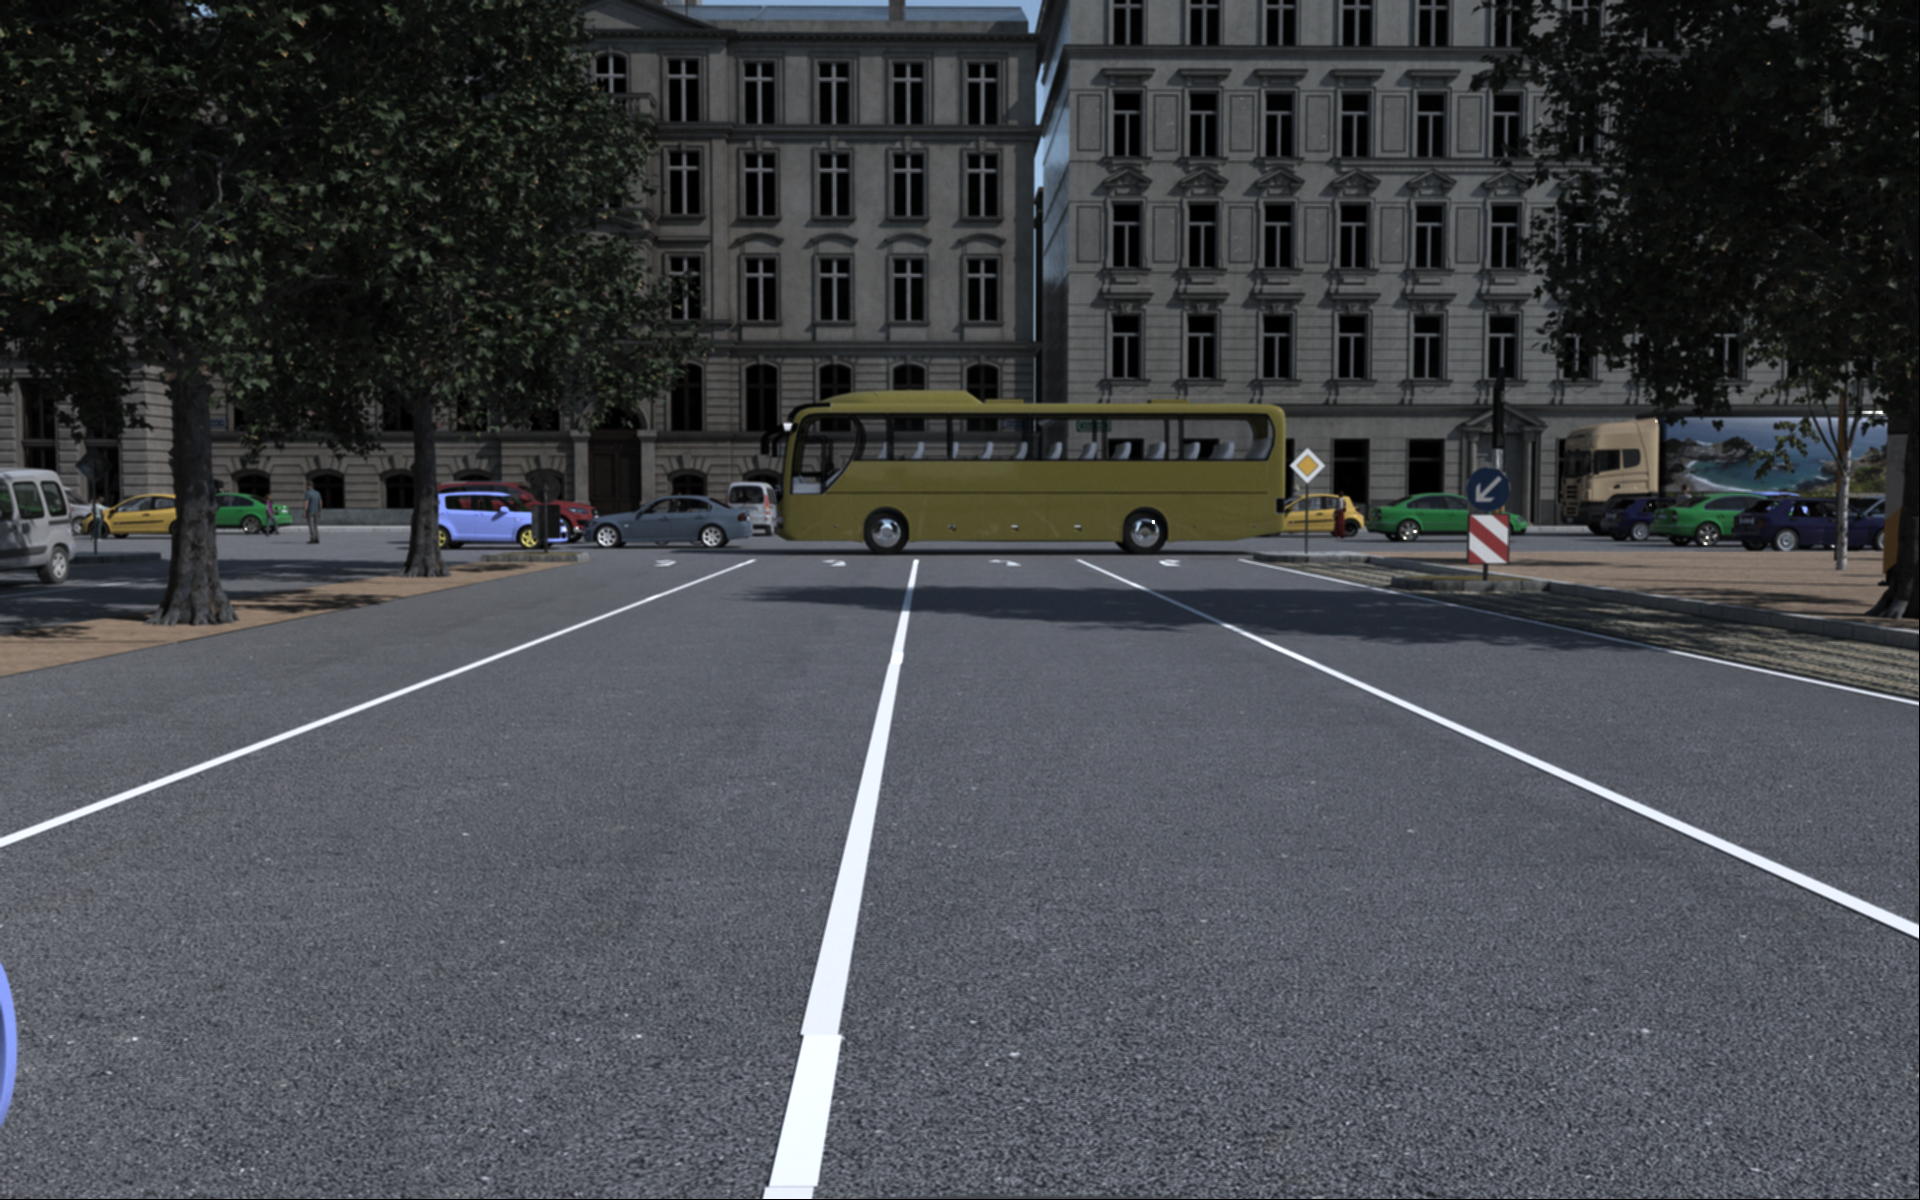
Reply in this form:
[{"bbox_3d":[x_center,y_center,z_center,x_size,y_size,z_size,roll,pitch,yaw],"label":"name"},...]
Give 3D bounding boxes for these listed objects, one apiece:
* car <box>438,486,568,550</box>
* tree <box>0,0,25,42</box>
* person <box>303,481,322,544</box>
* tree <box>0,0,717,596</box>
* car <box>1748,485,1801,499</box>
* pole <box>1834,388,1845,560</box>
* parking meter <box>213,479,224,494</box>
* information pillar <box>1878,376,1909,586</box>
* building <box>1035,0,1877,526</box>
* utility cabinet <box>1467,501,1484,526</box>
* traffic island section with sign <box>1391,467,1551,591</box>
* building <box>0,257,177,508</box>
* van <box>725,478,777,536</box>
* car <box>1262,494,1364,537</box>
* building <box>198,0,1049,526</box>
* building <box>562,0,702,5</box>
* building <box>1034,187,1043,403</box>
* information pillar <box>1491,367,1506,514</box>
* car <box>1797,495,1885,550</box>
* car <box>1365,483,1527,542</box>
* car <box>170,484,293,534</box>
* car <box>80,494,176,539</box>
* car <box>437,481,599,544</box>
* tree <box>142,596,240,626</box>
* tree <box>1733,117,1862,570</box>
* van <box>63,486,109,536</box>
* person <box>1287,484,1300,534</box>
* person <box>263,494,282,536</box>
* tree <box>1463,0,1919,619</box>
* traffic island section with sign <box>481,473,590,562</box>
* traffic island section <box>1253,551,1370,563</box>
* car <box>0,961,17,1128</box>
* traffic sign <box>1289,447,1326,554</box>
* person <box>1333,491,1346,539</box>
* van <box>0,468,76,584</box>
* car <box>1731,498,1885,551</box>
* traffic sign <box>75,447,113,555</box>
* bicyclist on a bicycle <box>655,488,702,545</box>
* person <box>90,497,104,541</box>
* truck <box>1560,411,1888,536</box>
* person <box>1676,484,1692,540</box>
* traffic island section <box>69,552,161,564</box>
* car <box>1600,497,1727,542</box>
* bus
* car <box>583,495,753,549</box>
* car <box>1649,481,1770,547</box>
[{"bbox_3d":[-12.161,-2.184,45.303,3.694,1.707,1.945,0,4,0],"label":"car"},{"bbox_3d":[-8.417,-3.610,11.845,4.737,8.622,4.395,0,3,0],"label":"tree"},{"bbox_3d":[-18.774,-2.541,50.167,0.434,1.807,0.598,3,4,36],"label":"person"},{"bbox_3d":[-9.276,-6.748,29.803,9.611,12.733,9.660,0,3,0],"label":"tree"},{"bbox_3d":[24.832,-2.698,53.704,1.945,1.707,3.694,0,4,-2],"label":"car"},{"bbox_3d":[17.012,-2.421,33.429,0.158,3.312,0.155,0,3,0],"label":"pole"},{"bbox_3d":[-28.835,-3.769,67.327,0.399,1.863,0.255,2,4,24],"label":"parking meter"},{"bbox_3d":[13.064,-1.995,23.975,0.183,3.616,0.504,-2,4,-31],"label":"information pillar"},{"bbox_3d":[25.578,-18.352,76.473,44.131,29.872,17.030,0,4,-1],"label":"building"},{"bbox_3d":[10.019,-1.522,33.570,0.318,1.500,1.173,1,4,15],"label":"utility cabinet"},{"bbox_3d":[7.655,-1.080,26.280,1.989,1.847,2.006,0,4,-1],"label":"traffic island section with sign"},{"bbox_3d":[-41.223,-14.875,72.092,19.941,23.489,11.050,0,4,-1],"label":"building"},{"bbox_3d":[-7.196,-3.272,60.505,2.013,2.044,4.112,0,4,1],"label":"van"},{"bbox_3d":[11.543,-2.940,58.298,3.980,1.641,2.015,0,4,-3],"label":"car"},{"bbox_3d":[-13.929,-15.618,74.435,34.723,24.649,14.460,0,4,-1],"label":"building"},{"bbox_3d":[-33.633,-36.817,143.952,21.231,58.520,28.212,0,4,-1],"label":"building"},{"bbox_3d":[23.022,-35.709,238.461,28.867,44.769,22.147,0,4,-1],"label":"building"},{"bbox_3d":[9.868,-2.473,31.781,0.183,3.616,0.504,2,4,32],"label":"information pillar"},{"bbox_3d":[23.824,-2.019,45.018,4.499,1.417,2.014,0,4,-1],"label":"car"},{"bbox_3d":[14.691,-2.661,52.295,4.718,1.807,1.959,0,4,0],"label":"car"},{"bbox_3d":[-26.550,-3.272,62.291,4.718,1.807,1.959,0,4,-2],"label":"car"},{"bbox_3d":[-26.314,-2.802,56.031,3.980,1.641,2.015,0,4,-1],"label":"car"},{"bbox_3d":[-13.226,-2.565,50.613,5.304,1.827,2.281,0,4,0],"label":"car"},{"bbox_3d":[-8.486,-6.087,18.981,9.611,12.733,9.660,0,3,0],"label":"tree"},{"bbox_3d":[14.789,-4.821,29.180,4.737,8.622,4.395,0,3,0],"label":"tree"},{"bbox_3d":[-31.618,-3.267,60.426,4.112,2.044,2.013,0,4,0],"label":"van"},{"bbox_3d":[11.884,-3.252,61.853,0.526,1.800,0.537,2,4,34],"label":"person"},{"bbox_3d":[-23.275,-2.877,58.771,0.776,1.435,0.726,-1,4,-16],"label":"person"},{"bbox_3d":[10.027,-6.166,17.824,9.611,12.733,9.660,0,3,0],"label":"tree"},{"bbox_3d":[-9.014,-1.772,37.108,2.006,1.907,1.989,0,4,-1],"label":"traffic island section with sign"},{"bbox_3d":[7.447,-0.910,37.159,2.009,0.180,2.903,0,4,-1],"label":"traffic island section"},{"bbox_3d":[-2.577,0.477,1.794,1.945,1.707,3.694,0,4,-2],"label":"car"},{"bbox_3d":[7.424,-2.045,37.081,0.795,2.450,0.064,0,4,-1],"label":"traffic sign"},{"bbox_3d":[12.273,-2.753,55.977,0.387,1.526,0.523,2,4,26],"label":"person"},{"bbox_3d":[-15.143,-1.172,26.172,2.013,2.044,4.112,0,4,1],"label":"van"},{"bbox_3d":[21.273,-1.846,42.759,3.894,1.354,1.945,0,4,-2],"label":"car"},{"bbox_3d":[-18.317,-2.019,36.648,0.795,2.450,0.064,0,4,-1],"label":"traffic sign"},{"bbox_3d":[-7.879,-2.360,48.614,1.625,1.676,1.499,0,4,0],"label":"bicyclist on a bicycle"},{"bbox_3d":[-26.267,-2.466,52.729,0.435,1.345,0.340,-1,4,-19],"label":"person"},{"bbox_3d":[25.868,-4.311,59.400,11.283,4.237,2.839,0,4,-1],"label":"truck"},{"bbox_3d":[21.187,-2.529,50.592,0.466,1.731,0.760,0,4,-1],"label":"person"},{"bbox_3d":[-18.340,-0.882,36.710,2.009,0.180,2.903,0,4,-1],"label":"traffic island section"},{"bbox_3d":[21.791,-2.474,53.032,3.894,1.354,1.945,0,4,-1],"label":"car"},{"bbox_3d":[1.490,-3.062,41.607,12.252,3.916,2.896,0,4,-1],"label":"bus"},{"bbox_3d":[-7.810,-2.103,46.394,4.499,1.417,2.014,0,4,-1],"label":"car"},{"bbox_3d":[21.445,-2.366,47.475,4.718,1.807,1.959,0,4,-2],"label":"car"}]
